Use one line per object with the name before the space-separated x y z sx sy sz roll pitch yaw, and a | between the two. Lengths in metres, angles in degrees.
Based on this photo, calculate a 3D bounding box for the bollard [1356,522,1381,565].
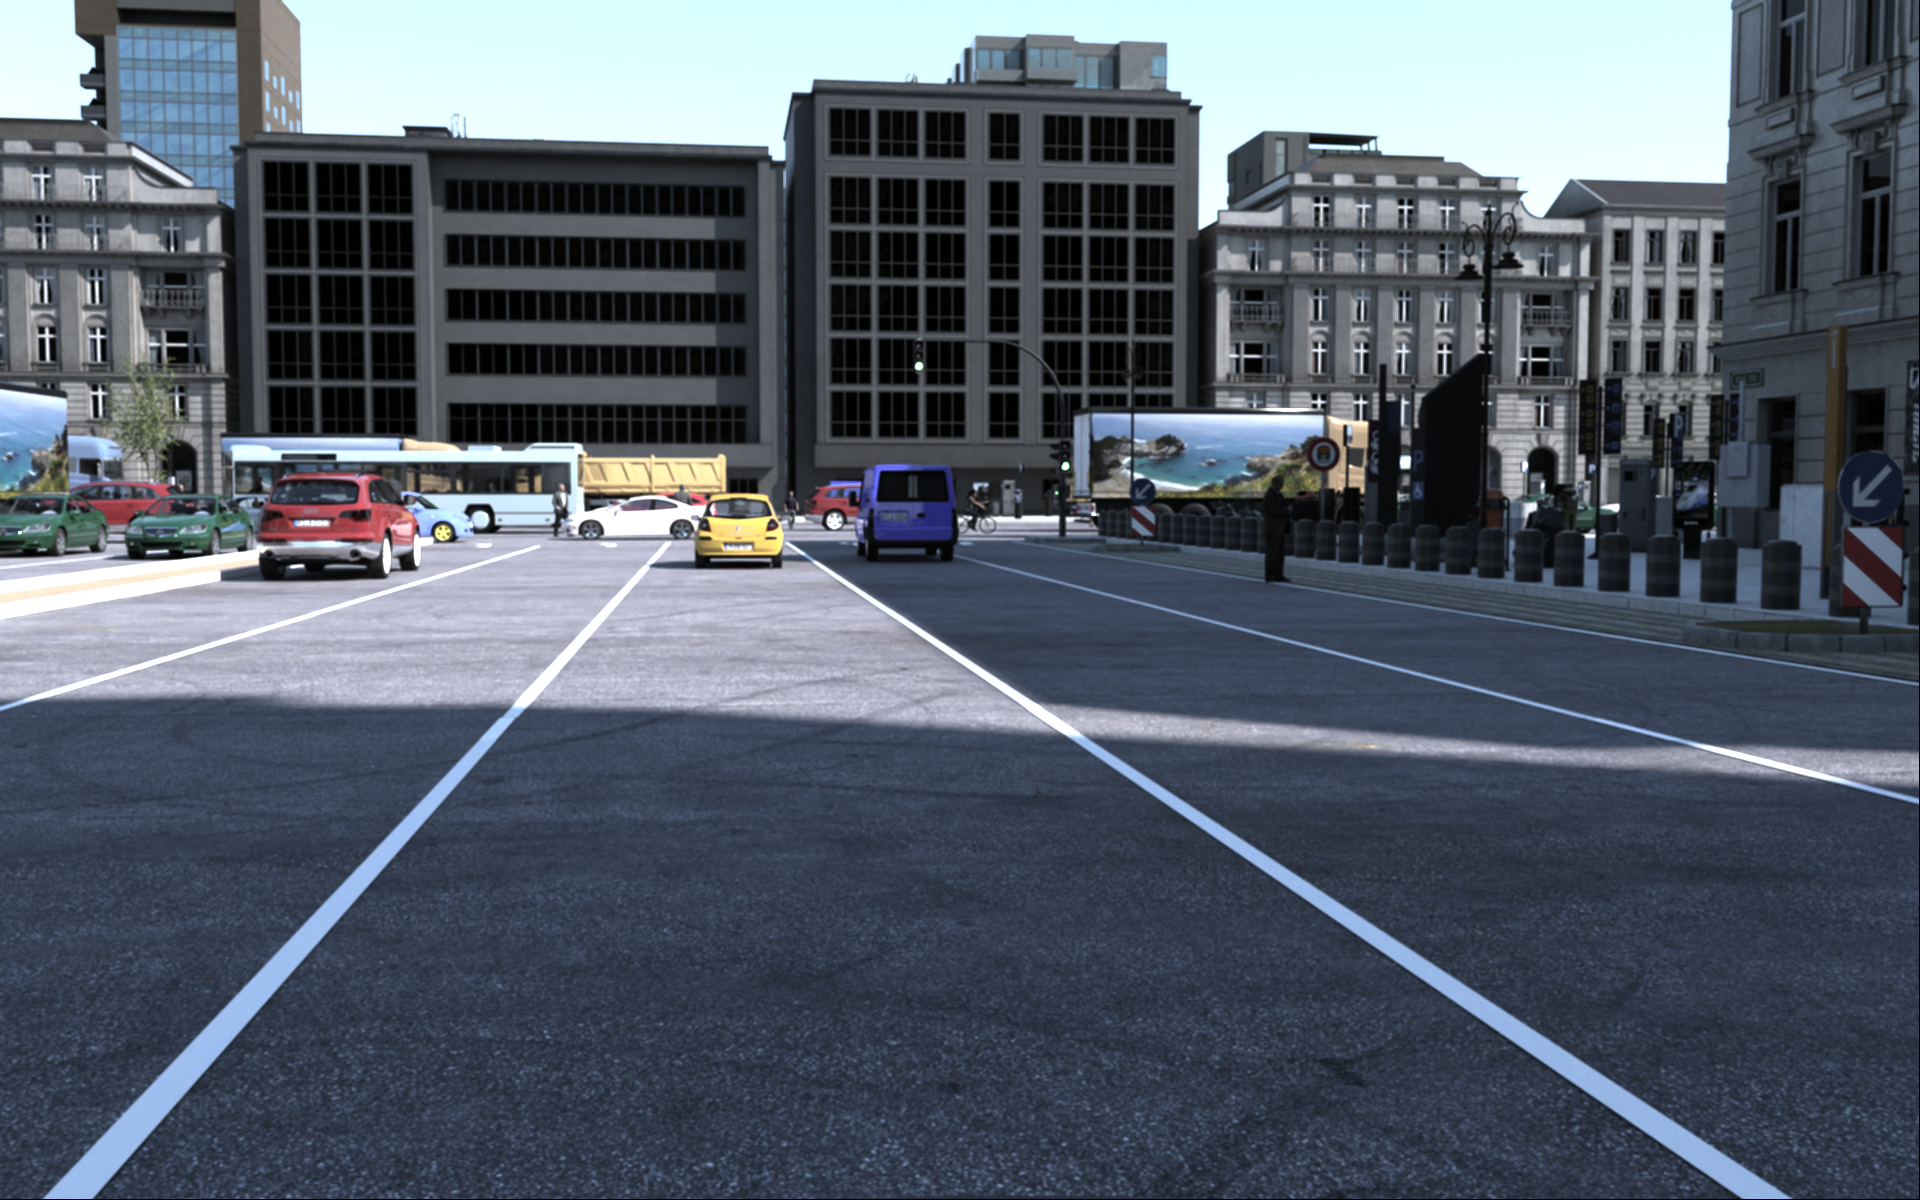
bollard | 7.473 -1.016 31.330 0.404 0.777 0.398 0 3 0

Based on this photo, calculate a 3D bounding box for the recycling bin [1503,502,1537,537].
recycling bin | 16.885 -2.428 52.247 0.722 1.027 0.722 -1 4 -23

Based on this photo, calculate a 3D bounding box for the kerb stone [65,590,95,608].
kerb stone | -11.372 -0.002 22.221 0.120 0.150 1.000 0 4 -8

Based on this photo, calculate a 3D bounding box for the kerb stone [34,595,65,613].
kerb stone | -11.234 0.061 21.203 0.120 0.150 1.000 0 4 -8

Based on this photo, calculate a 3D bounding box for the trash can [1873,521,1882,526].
trash can | 15.945 -1.140 30.300 0.748 1.137 0.748 0 3 0

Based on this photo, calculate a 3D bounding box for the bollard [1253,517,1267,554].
bollard | 6.624 -1.381 37.294 0.404 0.777 0.398 0 3 0

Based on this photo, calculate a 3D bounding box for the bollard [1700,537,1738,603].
bollard | 9.004 -0.357 20.547 0.404 0.777 0.398 0 3 0

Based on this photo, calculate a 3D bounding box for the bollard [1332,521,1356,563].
bollard | 7.303 -1.089 32.520 0.404 0.777 0.398 0 3 0

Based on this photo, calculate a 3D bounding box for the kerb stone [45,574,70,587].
kerb stone | -14.174 -0.291 27.020 0.120 0.150 1.000 0 4 -8

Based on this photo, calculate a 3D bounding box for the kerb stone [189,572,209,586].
kerb stone | -12.100 -0.312 27.314 0.120 0.150 1.000 0 4 -8

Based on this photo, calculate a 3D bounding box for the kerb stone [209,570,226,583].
kerb stone | -12.248 -0.374 28.336 0.120 0.150 1.000 0 4 -8

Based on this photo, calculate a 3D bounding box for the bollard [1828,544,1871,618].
bollard | 9.342 -0.211 18.162 0.404 0.777 0.398 0 3 0

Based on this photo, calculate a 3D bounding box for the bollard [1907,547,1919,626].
bollard | 9.518 -0.138 16.969 0.404 0.777 0.398 0 3 0

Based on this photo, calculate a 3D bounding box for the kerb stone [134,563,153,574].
kerb stone | -14.762 -0.545 31.103 0.120 0.150 1.000 0 4 -8

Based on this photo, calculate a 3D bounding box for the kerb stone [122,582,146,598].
kerb stone | -11.661 -0.126 24.260 0.120 0.150 1.000 0 4 -8

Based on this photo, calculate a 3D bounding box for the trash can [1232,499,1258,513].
trash can | 8.145 -2.320 49.585 0.748 1.137 0.748 0 3 0

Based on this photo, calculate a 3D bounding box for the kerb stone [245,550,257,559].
kerb stone | -15.777 -0.983 38.261 0.120 0.150 1.000 0 4 -8

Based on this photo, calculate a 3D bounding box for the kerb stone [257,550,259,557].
kerb stone | -15.921 -1.045 39.279 0.120 0.150 1.000 0 4 -8

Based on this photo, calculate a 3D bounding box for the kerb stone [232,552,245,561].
kerb stone | -15.633 -0.919 37.238 0.120 0.150 1.000 0 4 -8

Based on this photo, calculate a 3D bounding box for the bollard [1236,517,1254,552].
bollard | 6.453 -1.454 38.484 0.404 0.777 0.398 0 3 0

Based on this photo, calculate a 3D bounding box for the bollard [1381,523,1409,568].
bollard | 7.641 -0.943 30.137 0.404 0.777 0.398 0 3 0

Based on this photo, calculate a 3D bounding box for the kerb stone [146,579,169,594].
kerb stone | -11.807 -0.189 25.280 0.120 0.150 1.000 0 4 -8

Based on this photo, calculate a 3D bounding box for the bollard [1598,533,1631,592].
bollard | 8.669 -0.503 22.945 0.404 0.777 0.398 0 3 0

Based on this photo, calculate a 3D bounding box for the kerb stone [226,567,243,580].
kerb stone | -12.390 -0.438 29.353 0.120 0.150 1.000 0 4 -8

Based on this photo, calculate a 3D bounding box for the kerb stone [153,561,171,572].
kerb stone | -14.901 -0.608 32.130 0.120 0.150 1.000 0 4 -8

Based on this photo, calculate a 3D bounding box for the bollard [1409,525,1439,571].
bollard | 7.812 -0.869 28.932 0.404 0.777 0.398 0 3 0

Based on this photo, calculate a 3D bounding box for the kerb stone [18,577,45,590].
kerb stone | -14.031 -0.227 25.999 0.120 0.150 1.000 0 4 -8

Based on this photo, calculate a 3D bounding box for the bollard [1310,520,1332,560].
bollard | 7.132 -1.162 33.710 0.404 0.777 0.398 0 3 0

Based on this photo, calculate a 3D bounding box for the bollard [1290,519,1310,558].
bollard | 6.961 -1.235 34.914 0.404 0.777 0.398 0 3 0

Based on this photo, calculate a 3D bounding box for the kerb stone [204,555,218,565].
kerb stone | -15.345 -0.795 35.200 0.120 0.150 1.000 0 4 -8

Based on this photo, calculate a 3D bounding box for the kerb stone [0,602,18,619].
kerb stone | -11.083 0.123 20.181 0.120 0.150 1.000 0 4 -8

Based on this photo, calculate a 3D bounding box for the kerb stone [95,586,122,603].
kerb stone | -11.520 -0.062 23.241 0.120 0.150 1.000 0 4 -8

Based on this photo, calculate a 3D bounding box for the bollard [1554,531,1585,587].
bollard | 8.494 -0.577 24.145 0.404 0.777 0.398 0 3 0

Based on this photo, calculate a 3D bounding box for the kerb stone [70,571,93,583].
kerb stone | -14.317 -0.352 28.038 0.120 0.150 1.000 0 4 -8

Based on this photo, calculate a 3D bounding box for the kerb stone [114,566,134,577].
kerb stone | -14.612 -0.481 30.078 0.120 0.150 1.000 0 4 -8

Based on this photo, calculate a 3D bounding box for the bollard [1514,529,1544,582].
bollard | 8.326 -0.650 25.345 0.404 0.777 0.398 0 3 0

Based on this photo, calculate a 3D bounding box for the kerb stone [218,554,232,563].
kerb stone | -15.490 -0.858 36.220 0.120 0.150 1.000 0 4 -8

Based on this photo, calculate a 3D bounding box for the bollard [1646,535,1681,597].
bollard | 8.833 -0.430 21.749 0.404 0.777 0.398 0 3 0

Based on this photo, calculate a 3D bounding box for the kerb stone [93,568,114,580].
kerb stone | -14.471 -0.419 29.054 0.120 0.150 1.000 0 4 -8

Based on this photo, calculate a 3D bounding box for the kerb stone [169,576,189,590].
kerb stone | -11.958 -0.251 26.297 0.120 0.150 1.000 0 4 -8

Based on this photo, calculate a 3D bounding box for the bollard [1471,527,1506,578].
bollard | 8.147 -0.724 26.547 0.404 0.777 0.398 0 3 0

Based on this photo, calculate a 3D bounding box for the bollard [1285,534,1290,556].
bollard | 6.791 -1.308 36.104 0.404 0.777 0.398 0 3 0

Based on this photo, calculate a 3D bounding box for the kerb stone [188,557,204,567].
kerb stone | -15.190 -0.733 34.184 0.120 0.150 1.000 0 4 -8

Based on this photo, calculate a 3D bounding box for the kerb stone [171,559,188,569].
kerb stone | -15.048 -0.671 33.161 0.120 0.150 1.000 0 4 -8

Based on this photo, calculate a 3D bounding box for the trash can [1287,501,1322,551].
trash can | 7.424 -1.571 37.344 0.748 1.137 0.748 0 3 0

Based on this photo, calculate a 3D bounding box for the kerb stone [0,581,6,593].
kerb stone | -13.891 -0.170 24.975 0.120 0.150 1.000 0 4 -8

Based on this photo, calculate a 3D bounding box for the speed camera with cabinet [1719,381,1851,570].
speed camera with cabinet | 14.300 -2.183 30.023 0.660 3.252 2.038 -3 5 -42

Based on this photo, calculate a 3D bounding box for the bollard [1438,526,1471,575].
bollard | 7.984 -0.797 27.743 0.404 0.777 0.398 0 3 0

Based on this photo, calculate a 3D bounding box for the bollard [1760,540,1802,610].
bollard | 9.177 -0.284 19.358 0.404 0.777 0.398 0 3 0
